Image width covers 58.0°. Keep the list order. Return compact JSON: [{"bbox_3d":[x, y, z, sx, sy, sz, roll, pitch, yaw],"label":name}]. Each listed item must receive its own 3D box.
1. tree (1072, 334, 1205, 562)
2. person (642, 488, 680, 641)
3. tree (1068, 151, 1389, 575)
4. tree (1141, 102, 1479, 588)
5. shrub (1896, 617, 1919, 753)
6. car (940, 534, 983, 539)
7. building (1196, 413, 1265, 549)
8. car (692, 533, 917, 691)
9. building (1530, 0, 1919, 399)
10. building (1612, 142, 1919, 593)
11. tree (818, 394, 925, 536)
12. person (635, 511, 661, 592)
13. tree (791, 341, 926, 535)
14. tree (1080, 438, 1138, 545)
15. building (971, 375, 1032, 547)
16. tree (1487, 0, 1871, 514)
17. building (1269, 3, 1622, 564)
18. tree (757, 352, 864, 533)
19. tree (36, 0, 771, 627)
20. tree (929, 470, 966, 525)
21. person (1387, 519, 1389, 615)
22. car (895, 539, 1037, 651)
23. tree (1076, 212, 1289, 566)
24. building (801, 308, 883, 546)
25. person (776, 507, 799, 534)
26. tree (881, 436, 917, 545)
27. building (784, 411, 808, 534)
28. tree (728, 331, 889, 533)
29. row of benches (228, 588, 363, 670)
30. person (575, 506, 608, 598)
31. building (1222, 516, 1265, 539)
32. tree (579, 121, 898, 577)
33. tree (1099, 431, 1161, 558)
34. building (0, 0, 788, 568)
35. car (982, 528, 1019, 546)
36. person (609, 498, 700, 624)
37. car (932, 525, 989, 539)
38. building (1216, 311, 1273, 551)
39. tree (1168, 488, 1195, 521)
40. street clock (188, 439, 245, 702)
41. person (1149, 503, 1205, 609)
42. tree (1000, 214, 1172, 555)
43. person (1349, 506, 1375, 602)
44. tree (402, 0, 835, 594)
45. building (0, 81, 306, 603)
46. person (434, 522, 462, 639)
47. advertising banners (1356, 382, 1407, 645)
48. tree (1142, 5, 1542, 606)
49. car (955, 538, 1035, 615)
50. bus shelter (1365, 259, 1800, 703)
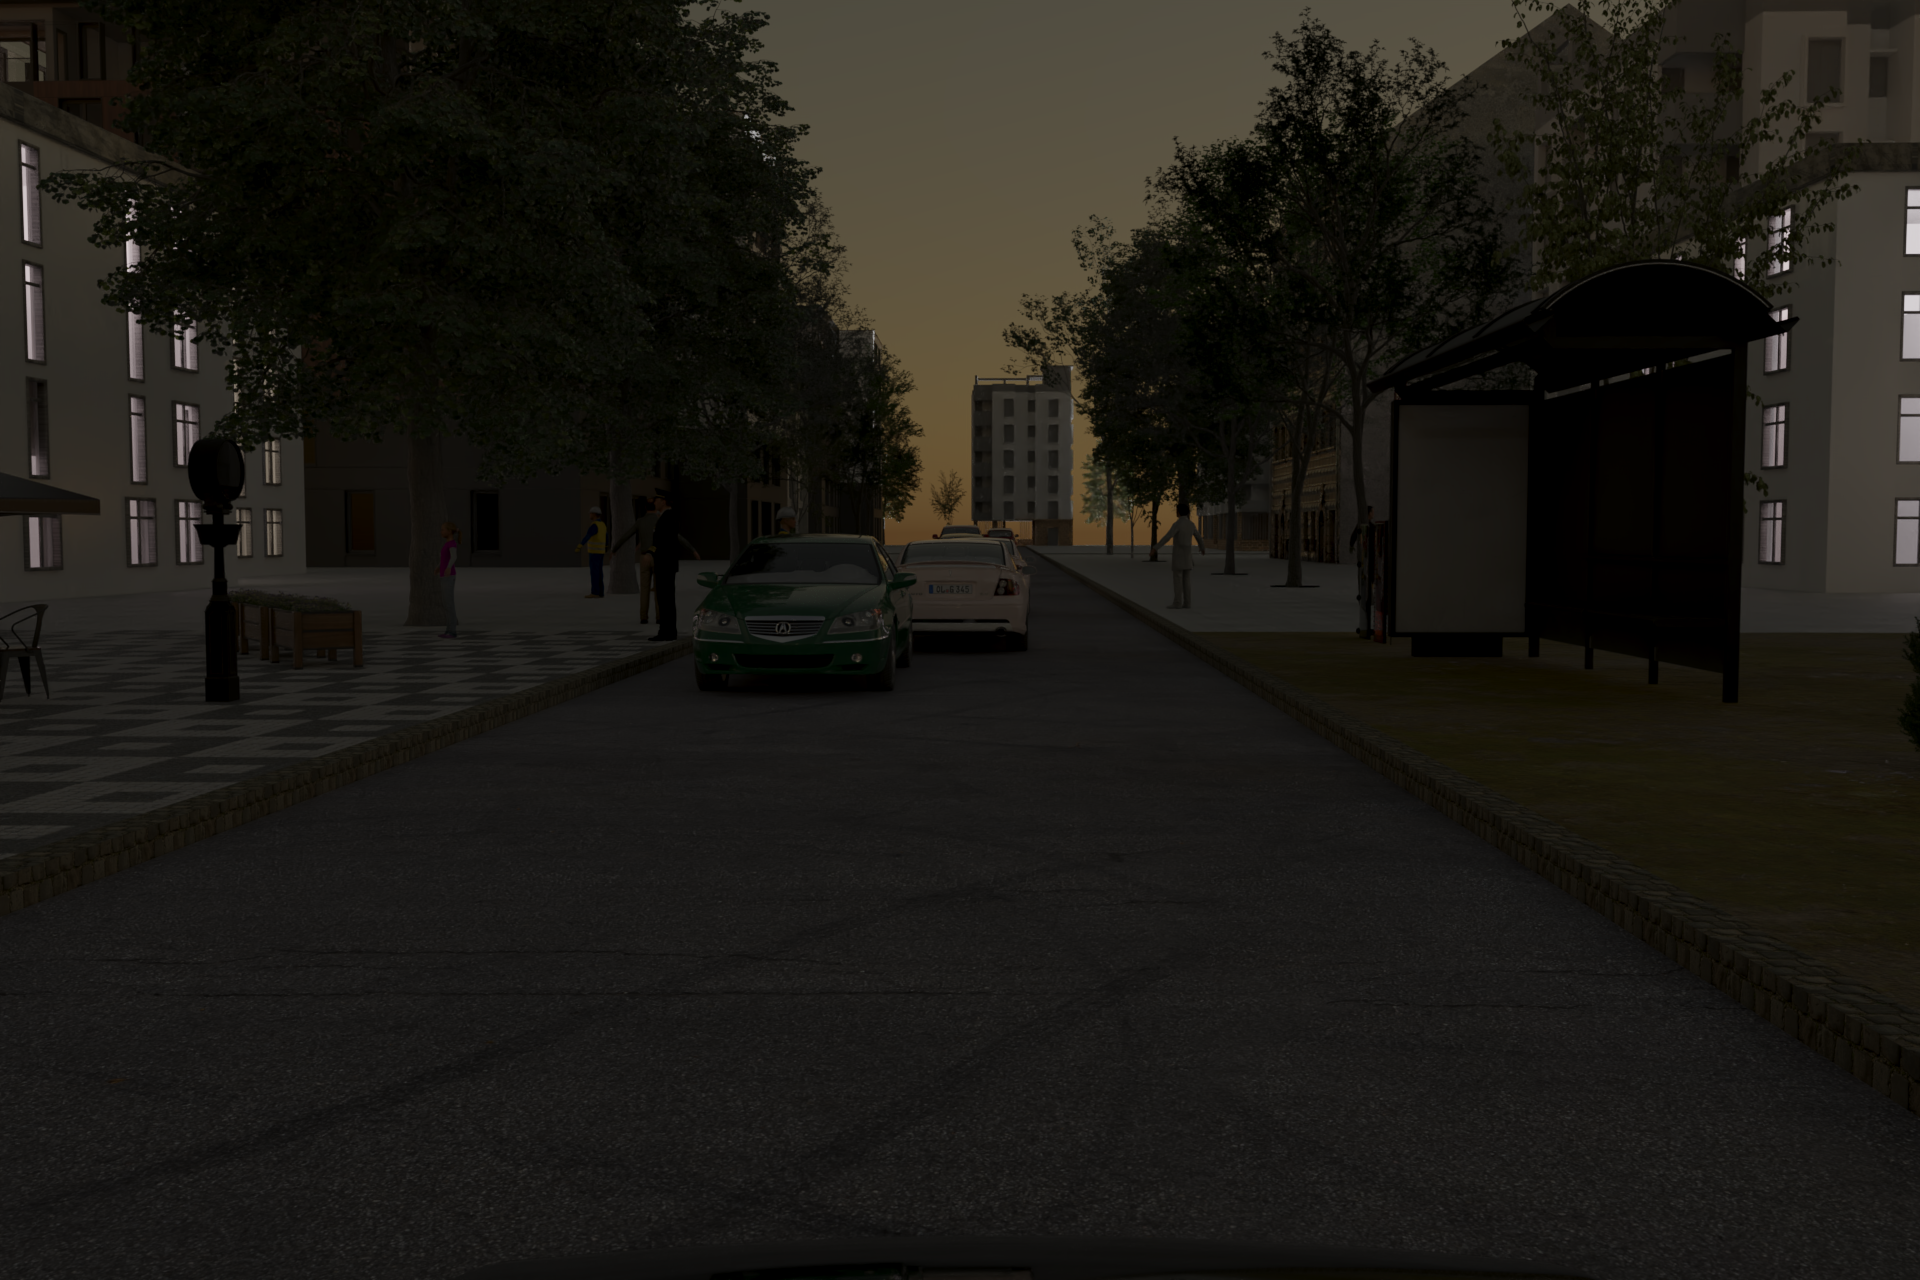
[{"bbox_3d":[9.162,-9.431,79.955,9.928,11.665,9.643,0,3,0],"label":"tree"},{"bbox_3d":[-3.572,-0.912,20.847,0.705,1.837,1.347,0,4,2],"label":"person"},{"bbox_3d":[8.631,-8.794,54.149,12.009,13.543,11.850,0,3,0],"label":"tree"},{"bbox_3d":[8.221,-7.069,41.332,9.928,11.665,9.643,0,3,0],"label":"tree"},{"bbox_3d":[5.526,0.113,9.265,1.383,1.207,1.383,0,3,0],"label":"shrub"},{"bbox_3d":[0.055,-2.321,48.166,2.015,1.641,3.980,0,4,1],"label":"car"},{"bbox_3d":[27.341,-18.647,161.296,16.016,20.090,11.380,0,4,2],"label":"building"},{"bbox_3d":[-1.462,-0.338,17.331,2.131,1.459,4.920,0,4,2],"label":"car"},{"bbox_3d":[27.458,-12.829,66.175,16.016,20.090,11.380,0,4,1],"label":"building"},{"bbox_3d":[23.303,-5.823,37.353,9.099,9.664,28.070,0,4,2],"label":"building"},{"bbox_3d":[-5.400,-10.544,106.800,7.601,10.594,8.767,-3,4,-37],"label":"tree"},{"bbox_3d":[-6.736,-2.000,38.556,1.347,1.847,0.705,3,5,42],"label":"person"},{"bbox_3d":[-5.703,-10.326,94.591,9.928,11.665,9.643,0,3,0],"label":"tree"},{"bbox_3d":[17.259,-17.111,197.885,7.486,12.596,7.792,0,3,0],"label":"tree"},{"bbox_3d":[1.650,-20.760,198.301,11.380,20.090,16.016,0,4,-2],"label":"building"},{"bbox_3d":[8.079,-4.298,20.642,4.737,8.622,4.395,0,3,0],"label":"tree"},{"bbox_3d":[25.382,-15.317,81.359,19.493,23.208,18.063,0,4,1],"label":"building"},{"bbox_3d":[-6.520,-7.179,67.733,4.360,8.622,3.978,0,3,0],"label":"tree"},{"bbox_3d":[-7.413,-7.165,23.808,9.857,13.997,8.962,0,3,0],"label":"tree"},{"bbox_3d":[-1.333,-14.931,194.479,4.737,8.622,4.395,0,3,0],"label":"tree"},{"bbox_3d":[6.921,-1.300,27.378,1.348,1.813,0.705,-3,5,-44],"label":"person"},{"bbox_3d":[-0.036,-0.626,22.600,2.083,1.381,4.827,0,4,2],"label":"car"},{"bbox_3d":[9.018,-9.914,68.757,9.857,13.997,8.962,0,3,0],"label":"tree"},{"bbox_3d":[-22.606,-20.033,171.507,27.936,21.610,32.646,0,4,1],"label":"building"},{"bbox_3d":[-2.075,-0.784,21.741,0.721,1.772,1.216,0,4,0],"label":"person"},{"bbox_3d":[-8.350,-17.112,197.902,7.486,12.596,7.792,0,3,0],"label":"tree"},{"bbox_3d":[-21.039,-15.896,126.356,16.747,18.905,31.486,0,4,1],"label":"building"},{"bbox_3d":[-6.513,-8.612,75.221,7.601,10.594,8.767,1,4,11],"label":"tree"},{"bbox_3d":[-7.149,-0.167,18.196,1.422,0.672,4.104,-2,4,-33],"label":"row of benches"},{"bbox_3d":[-7.314,-1.756,34.678,0.705,1.833,1.349,1,4,14],"label":"person"},{"bbox_3d":[31.359,-19.732,179.045,16.016,20.090,11.380,0,4,1],"label":"building"},{"bbox_3d":[-6.978,-8.680,52.295,12.009,13.543,11.850,0,3,0],"label":"tree"},{"bbox_3d":[9.218,-8.595,90.897,4.737,8.622,4.395,0,3,0],"label":"tree"},{"bbox_3d":[-24.358,-14.582,82.384,27.936,21.610,32.646,0,4,2],"label":"building"},{"bbox_3d":[2.455,-5.926,105.556,2.281,1.827,5.304,0,4,1],"label":"car"},{"bbox_3d":[-4.392,-1.131,24.766,1.348,1.796,0.705,0,4,8],"label":"person"},{"bbox_3d":[0.043,-3.758,70.113,2.281,1.827,5.304,0,4,1],"label":"car"},{"bbox_3d":[26.264,-17.425,141.320,16.016,20.090,11.380,0,4,2],"label":"building"},{"bbox_3d":[26.064,-14.969,195.111,4.360,8.622,3.978,0,3,0],"label":"tree"},{"bbox_3d":[-5.672,-0.532,13.264,0.358,2.002,0.471,0,4,3],"label":"street clock"},{"bbox_3d":[3.798,-1.446,29.825,1.347,1.806,0.705,-3,5,-40],"label":"person"},{"bbox_3d":[8.072,-15.274,105.622,12.611,20.169,13.585,0,3,0],"label":"tree"},{"bbox_3d":[7.643,-1.605,32.385,0.704,1.812,1.346,-1,4,-23],"label":"person"},{"bbox_3d":[-7.328,-7.964,36.867,9.857,13.997,8.962,0,3,0],"label":"tree"},{"bbox_3d":[-22.180,-6.135,42.457,9.099,9.664,28.070,0,4,1],"label":"building"},{"bbox_3d":[-6.347,-0.735,21.284,0.599,1.433,0.991,-2,4,-24],"label":"person"},{"bbox_3d":[4.965,-1.482,20.411,0.090,3.025,2.074,0,3,0],"label":"advertising banners"},{"bbox_3d":[7.014,-5.908,31.014,7.601,10.594,8.767,1,4,23],"label":"tree"},{"bbox_3d":[0.363,-1.205,32.071,2.083,1.381,4.827,0,4,2],"label":"car"},{"bbox_3d":[5.209,-1.322,15.535,2.014,3.302,5.546,0,4,1],"label":"bus shelter"}]
